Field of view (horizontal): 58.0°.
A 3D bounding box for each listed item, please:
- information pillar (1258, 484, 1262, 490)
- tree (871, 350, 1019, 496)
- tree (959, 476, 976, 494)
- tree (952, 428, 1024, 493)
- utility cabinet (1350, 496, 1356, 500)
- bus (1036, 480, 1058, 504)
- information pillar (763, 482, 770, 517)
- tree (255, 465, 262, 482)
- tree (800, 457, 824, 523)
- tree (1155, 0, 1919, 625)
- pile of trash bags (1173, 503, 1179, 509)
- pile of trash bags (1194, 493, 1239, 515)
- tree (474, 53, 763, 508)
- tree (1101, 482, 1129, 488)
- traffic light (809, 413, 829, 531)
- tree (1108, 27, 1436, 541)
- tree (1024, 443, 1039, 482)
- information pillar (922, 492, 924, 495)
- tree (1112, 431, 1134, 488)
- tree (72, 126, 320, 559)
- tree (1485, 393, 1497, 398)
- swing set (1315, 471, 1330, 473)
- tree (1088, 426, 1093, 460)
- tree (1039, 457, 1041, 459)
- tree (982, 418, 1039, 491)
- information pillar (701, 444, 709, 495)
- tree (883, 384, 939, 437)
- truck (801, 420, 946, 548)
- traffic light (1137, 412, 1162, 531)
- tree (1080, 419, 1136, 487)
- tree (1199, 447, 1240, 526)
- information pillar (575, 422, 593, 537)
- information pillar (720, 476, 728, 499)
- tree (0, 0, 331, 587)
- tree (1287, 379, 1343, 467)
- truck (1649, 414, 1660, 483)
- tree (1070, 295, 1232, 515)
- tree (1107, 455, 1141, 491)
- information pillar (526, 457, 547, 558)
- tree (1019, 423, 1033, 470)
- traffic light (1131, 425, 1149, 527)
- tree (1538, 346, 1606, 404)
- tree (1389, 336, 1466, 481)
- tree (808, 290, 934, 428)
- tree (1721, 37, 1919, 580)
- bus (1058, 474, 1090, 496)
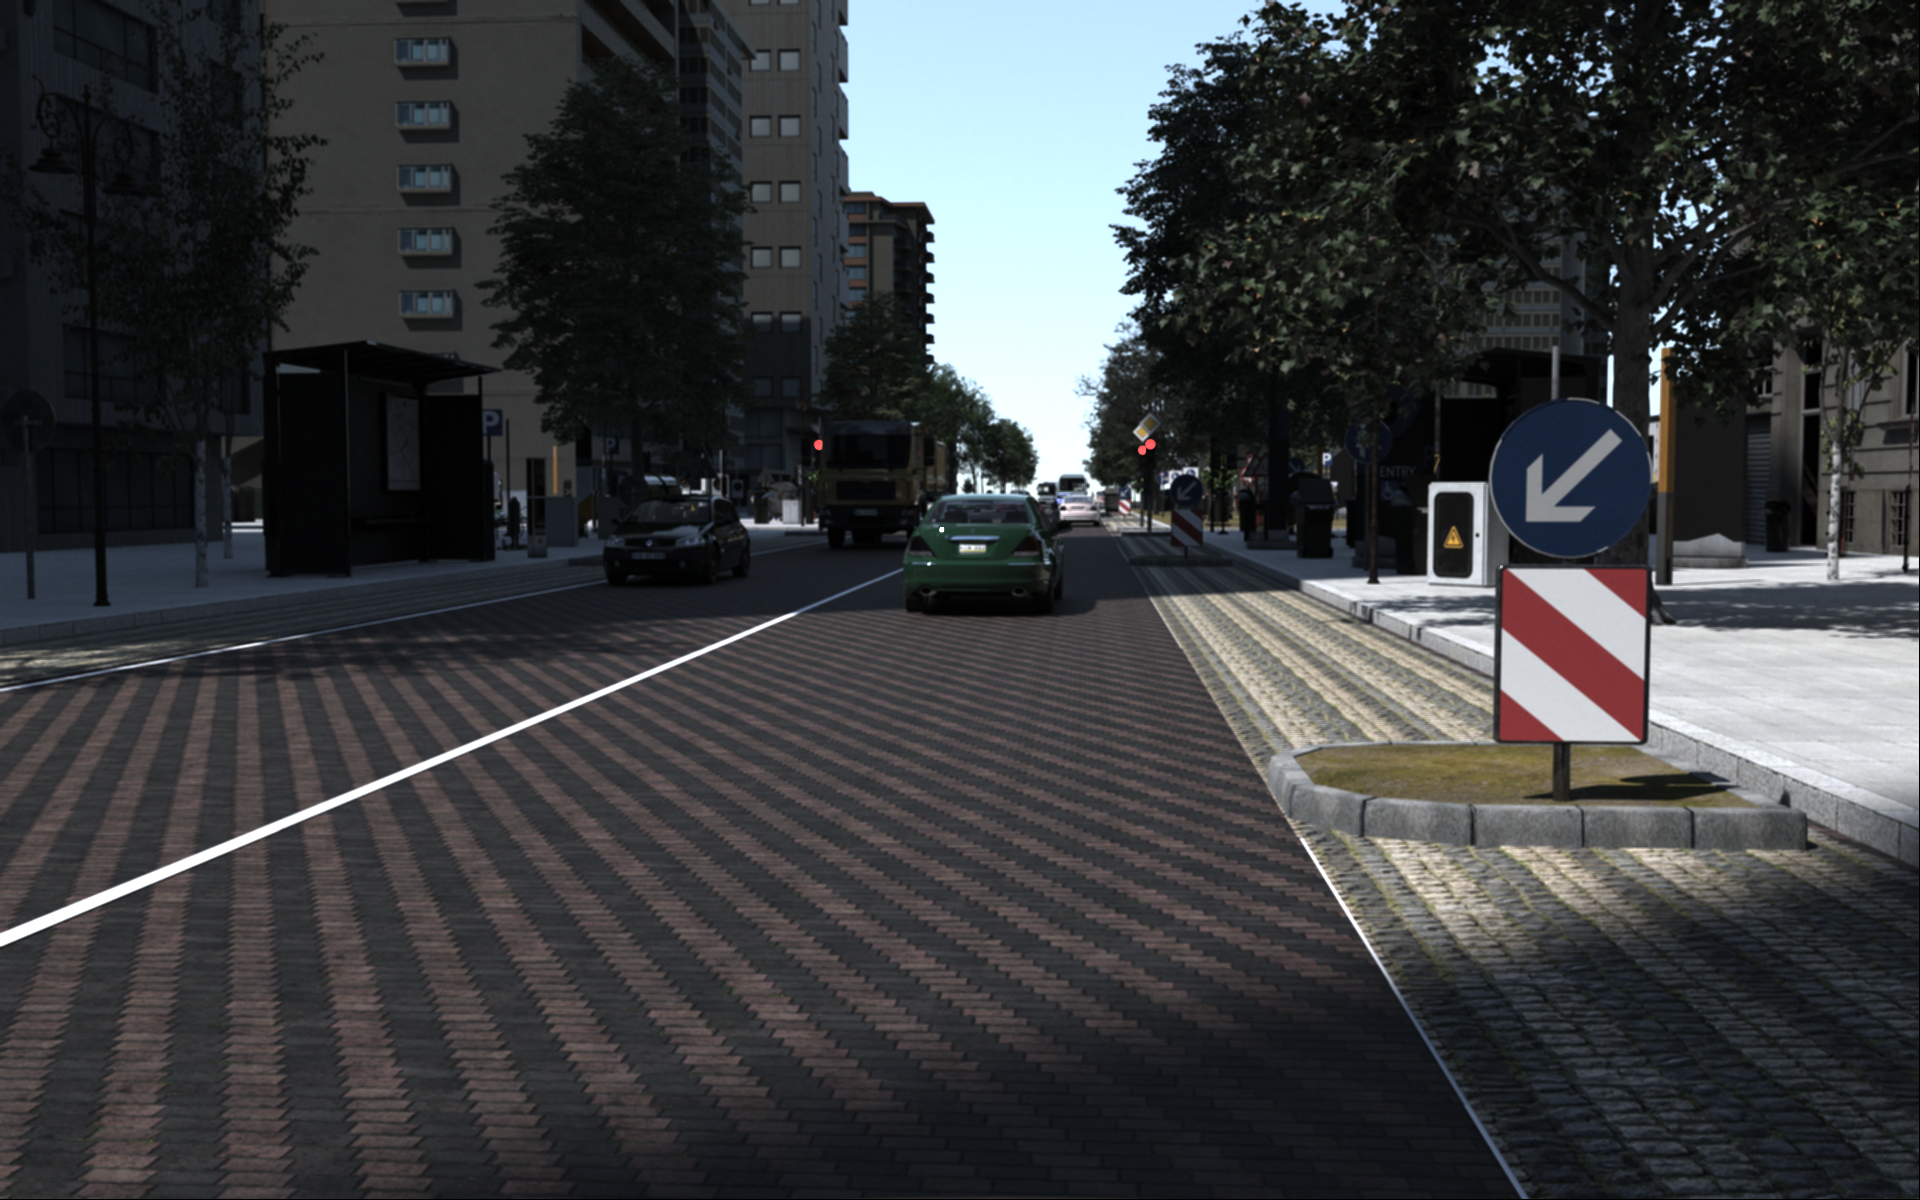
[{"bbox_3d":[22.664,-7.755,131.281,0.304,2.012,0.304,-2,4,-30],"label":"information pillar"},{"bbox_3d":[-2.828,-12.203,125.272,9.928,11.665,9.643,0,3,0],"label":"tree"},{"bbox_3d":[0.696,-10.905,172.905,1.663,3.219,1.824,0,3,0],"label":"tree"},{"bbox_3d":[2.386,-16.455,203.446,7.601,10.594,8.767,-1,4,-13],"label":"tree"},{"bbox_3d":[31.619,-7.869,139.822,1.020,1.237,0.306,2,4,35],"label":"utility cabinet"},{"bbox_3d":[13.018,-15.867,254.281,2.948,3.499,13.247,0,4,6],"label":"bus"},{"bbox_3d":[-9.855,-5.117,88.160,0.304,2.012,0.304,1,4,11],"label":"information pillar"},{"bbox_3d":[-21.129,-3.648,54.245,1.663,3.219,1.824,0,3,0],"label":"tree"},{"bbox_3d":[-5.914,-5.019,76.668,1.663,3.219,1.824,0,3,0],"label":"tree"},{"bbox_3d":[6.768,-6.114,16.972,9.611,12.733,9.660,0,3,0],"label":"tree"},{"bbox_3d":[18.197,-7.594,133.921,3.447,1.369,1.912,-2,4,-31],"label":"pile of trash bags"},{"bbox_3d":[15.804,-5.931,106.726,3.447,1.369,1.912,0,4,-6],"label":"pile of trash bags"},{"bbox_3d":[-8.934,-7.790,45.487,7.486,12.596,7.792,0,3,0],"label":"tree"},{"bbox_3d":[26.453,-22.739,289.905,7.486,12.596,7.792,0,3,0],"label":"tree"},{"bbox_3d":[-4.833,-4.363,60.258,0.839,4.253,0.868,0,4,4],"label":"traffic light"},{"bbox_3d":[8.653,-8.559,46.602,9.857,13.997,8.962,0,3,0],"label":"tree"},{"bbox_3d":[9.408,-21.467,285.402,7.601,10.594,8.767,1,4,17],"label":"tree"},{"bbox_3d":[-2.655,-7.804,118.955,0.183,3.616,0.504,-3,5,-44],"label":"information pillar"},{"bbox_3d":[17.405,-13.949,178.432,4.737,8.622,4.395,0,3,0],"label":"tree"},{"bbox_3d":[-14.761,-5.125,34.153,4.737,8.622,4.395,0,3,0],"label":"tree"},{"bbox_3d":[37.152,-10.442,121.086,4.737,8.622,4.395,0,3,0],"label":"tree"},{"bbox_3d":[24.904,-7.316,117.228,2.862,2.851,3.119,-2,4,-35],"label":"swing set"},{"bbox_3d":[14.293,-13.332,124.627,9.857,13.997,8.962,0,3,0],"label":"tree"},{"bbox_3d":[10.294,-23.512,302.543,7.486,12.596,7.792,0,3,0],"label":"tree"},{"bbox_3d":[7.015,-20.691,256.431,7.486,12.596,7.792,0,3,0],"label":"tree"},{"bbox_3d":[-11.919,-5.475,80.871,0.183,3.616,0.504,-3,5,-45],"label":"information pillar"},{"bbox_3d":[-3.274,-9.886,112.005,4.737,8.622,4.395,0,3,0],"label":"tree"},{"bbox_3d":[-2.083,-3.204,48.307,3.469,3.379,9.791,0,4,5],"label":"truck"},{"bbox_3d":[6.499,-4.314,59.454,0.839,4.253,0.868,0,4,4],"label":"traffic light"},{"bbox_3d":[19.741,-17.922,210.031,9.611,12.733,9.660,0,3,0],"label":"tree"},{"bbox_3d":[10.843,-4.749,72.252,1.663,3.219,1.824,0,3,0],"label":"tree"},{"bbox_3d":[-11.228,-3.689,51.670,0.504,3.616,0.183,0,4,2],"label":"information pillar"},{"bbox_3d":[-9.718,-4.092,71.403,0.304,2.012,0.304,-1,4,-12],"label":"information pillar"},{"bbox_3d":[-10.696,-4.486,23.708,4.360,8.622,3.978,0,3,0],"label":"tree"},{"bbox_3d":[21.079,-9.541,106.361,4.737,8.622,4.395,0,3,0],"label":"tree"},{"bbox_3d":[30.160,-4.459,61.824,11.283,4.237,2.839,0,4,3],"label":"truck"},{"bbox_3d":[11.977,-12.010,106.737,12.009,13.543,11.850,0,3,0],"label":"tree"},{"bbox_3d":[21.357,-16.896,226.616,4.360,8.622,3.978,0,3,0],"label":"tree"},{"bbox_3d":[-8.545,-1.863,34.958,0.304,2.012,0.304,-3,4,-37],"label":"information pillar"},{"bbox_3d":[-0.555,-13.845,152.124,9.928,11.665,9.643,0,3,0],"label":"tree"},{"bbox_3d":[7.078,-4.801,67.418,0.839,4.253,0.868,0,4,4],"label":"traffic light"},{"bbox_3d":[29.449,-8.267,85.520,4.737,8.622,4.395,0,3,0],"label":"tree"},{"bbox_3d":[19.799,-7.717,76.527,4.360,8.622,3.978,0,3,0],"label":"tree"},{"bbox_3d":[-4.838,-10.929,96.811,7.486,12.596,7.792,0,3,0],"label":"tree"},{"bbox_3d":[13.255,-4.598,25.542,4.737,8.622,4.395,0,3,0],"label":"tree"},{"bbox_3d":[10.752,-10.354,164.152,2.948,3.499,13.247,0,4,5],"label":"bus"}]
